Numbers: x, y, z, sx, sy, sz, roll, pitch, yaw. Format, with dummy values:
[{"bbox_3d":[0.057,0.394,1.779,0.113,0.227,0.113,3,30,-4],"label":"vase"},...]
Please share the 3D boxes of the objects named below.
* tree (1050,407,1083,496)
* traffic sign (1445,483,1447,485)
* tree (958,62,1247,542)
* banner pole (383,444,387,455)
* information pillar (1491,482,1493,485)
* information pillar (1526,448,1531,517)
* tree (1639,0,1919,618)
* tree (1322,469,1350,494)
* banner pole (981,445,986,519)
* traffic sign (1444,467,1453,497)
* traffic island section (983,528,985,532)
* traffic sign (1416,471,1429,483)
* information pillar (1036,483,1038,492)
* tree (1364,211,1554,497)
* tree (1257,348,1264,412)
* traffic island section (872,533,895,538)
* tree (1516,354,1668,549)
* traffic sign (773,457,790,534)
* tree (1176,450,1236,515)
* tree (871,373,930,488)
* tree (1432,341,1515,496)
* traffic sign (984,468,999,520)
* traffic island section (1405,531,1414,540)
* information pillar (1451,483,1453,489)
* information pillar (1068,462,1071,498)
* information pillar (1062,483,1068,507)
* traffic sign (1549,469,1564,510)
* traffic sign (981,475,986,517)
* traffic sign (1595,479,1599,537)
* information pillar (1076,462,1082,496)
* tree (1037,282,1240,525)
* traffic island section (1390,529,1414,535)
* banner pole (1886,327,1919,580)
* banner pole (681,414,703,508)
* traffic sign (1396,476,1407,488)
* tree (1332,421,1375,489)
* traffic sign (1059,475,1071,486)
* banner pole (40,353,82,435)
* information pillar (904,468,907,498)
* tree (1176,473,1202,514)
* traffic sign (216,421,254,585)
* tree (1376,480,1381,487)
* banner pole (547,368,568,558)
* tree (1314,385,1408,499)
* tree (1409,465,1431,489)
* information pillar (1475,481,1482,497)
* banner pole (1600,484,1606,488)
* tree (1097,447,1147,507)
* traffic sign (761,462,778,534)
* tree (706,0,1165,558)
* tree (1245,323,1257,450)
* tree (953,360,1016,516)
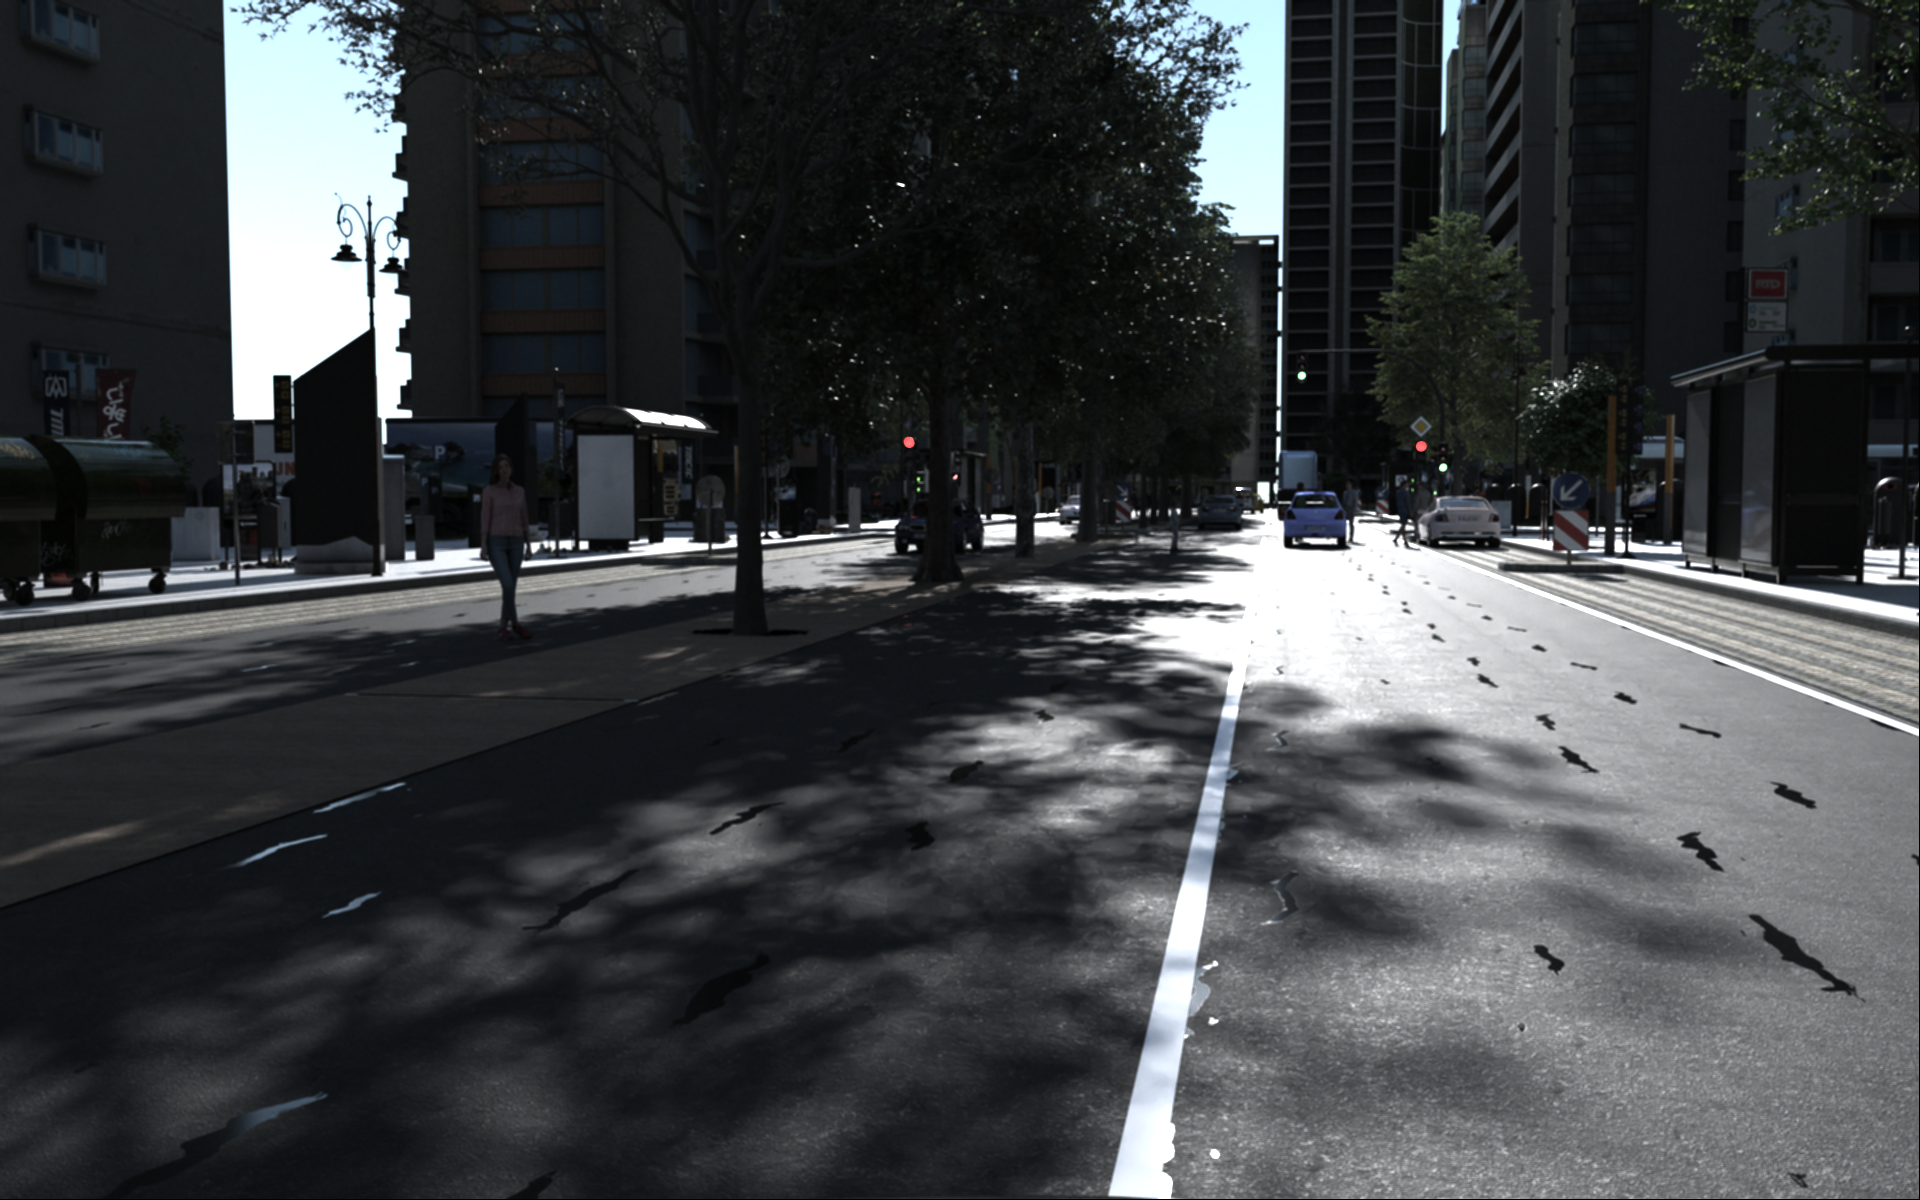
[{"bbox_3d":[8.251,-10.910,128.736,4.360,8.622,3.978,0,3,0],"label":"tree"},{"bbox_3d":[27.428,-6.013,98.421,0.768,2.556,0.104,1,4,11],"label":"traffic sign"},{"bbox_3d":[3.823,-8.725,51.769,9.857,13.997,8.962,0,3,0],"label":"tree"},{"bbox_3d":[-25.163,-5.248,75.821,0.863,3.779,0.401,0,4,1],"label":"banner pole"},{"bbox_3d":[31.331,-5.999,102.568,0.304,2.012,0.304,3,4,37],"label":"information pillar"},{"bbox_3d":[25.082,-5.203,76.431,0.183,3.616,0.504,0,4,1],"label":"information pillar"},{"bbox_3d":[10.709,-5.611,17.489,9.928,11.665,9.643,0,3,0],"label":"tree"},{"bbox_3d":[44.465,-13.553,205.300,4.285,4.588,4.351,0,3,0],"label":"tree"},{"bbox_3d":[1.225,-6.078,89.389,0.401,3.779,0.863,0,4,5],"label":"banner pole"},{"bbox_3d":[23.435,-5.061,82.860,0.768,2.556,0.104,1,4,13],"label":"traffic sign"},{"bbox_3d":[-0.214,-2.624,65.179,2.009,0.180,2.903,1,4,10],"label":"traffic island section"},{"bbox_3d":[25.495,-5.847,95.709,0.768,2.556,0.104,1,4,14],"label":"traffic sign"},{"bbox_3d":[4.908,-6.694,113.945,0.304,2.012,0.304,-3,4,-39],"label":"information pillar"},{"bbox_3d":[19.835,-9.307,70.293,7.486,12.596,7.792,0,3,0],"label":"tree"},{"bbox_3d":[13.024,-11.677,100.023,9.857,13.997,8.962,0,3,0],"label":"tree"},{"bbox_3d":[-1.636,-2.143,57.321,2.009,0.180,2.903,1,4,10],"label":"traffic island section"},{"bbox_3d":[14.874,-3.501,40.949,4.285,4.588,4.351,0,3,0],"label":"tree"},{"bbox_3d":[-5.775,-3.358,55.015,0.768,2.556,0.104,1,4,15],"label":"traffic sign"},{"bbox_3d":[15.656,-12.110,118.587,7.486,12.596,7.792,0,3,0],"label":"tree"},{"bbox_3d":[-2.097,-7.351,70.544,4.737,8.622,4.395,0,3,0],"label":"tree"},{"bbox_3d":[23.248,-7.901,79.551,4.360,8.622,3.978,0,3,0],"label":"tree"},{"bbox_3d":[1.540,-5.229,85.597,0.768,2.556,0.104,1,4,15],"label":"traffic sign"},{"bbox_3d":[15.084,-1.958,54.301,2.009,0.180,2.903,1,4,10],"label":"traffic island section"},{"bbox_3d":[26.421,-5.385,92.537,0.304,2.012,0.304,-3,4,-36],"label":"information pillar"},{"bbox_3d":[7.890,-8.176,125.027,0.183,3.616,0.504,1,4,18],"label":"information pillar"},{"bbox_3d":[7.044,-6.835,116.243,0.304,2.012,0.304,-1,4,-21],"label":"information pillar"},{"bbox_3d":[16.836,-2.959,48.375,0.884,2.594,0.081,1,4,11],"label":"traffic sign"},{"bbox_3d":[1.417,-5.697,95.269,0.606,2.300,0.079,1,4,11],"label":"traffic sign"},{"bbox_3d":[19.194,-3.182,52.133,0.768,2.556,0.104,1,4,18],"label":"traffic sign"},{"bbox_3d":[8.589,-8.144,124.510,0.504,3.616,0.183,3,4,37],"label":"information pillar"},{"bbox_3d":[8.981,-9.233,79.166,9.928,11.665,9.643,0,3,0],"label":"tree"},{"bbox_3d":[16.506,-2.439,62.159,2.009,0.180,2.903,1,4,10],"label":"traffic island section"},{"bbox_3d":[14.427,-2.198,25.961,0.863,3.779,0.401,1,4,11],"label":"banner pole"},{"bbox_3d":[-8.363,-3.940,54.435,0.863,3.779,0.401,-1,4,-18],"label":"banner pole"},{"bbox_3d":[23.884,-5.606,93.782,0.606,2.300,0.079,1,4,14],"label":"traffic sign"},{"bbox_3d":[35.989,-12.688,157.814,4.360,8.622,3.978,0,3,0],"label":"tree"},{"bbox_3d":[7.227,-7.318,119.647,0.884,2.594,0.081,1,4,17],"label":"traffic sign"},{"bbox_3d":[-15.908,-2.499,30.874,0.863,3.779,0.401,0,4,-3],"label":"banner pole"},{"bbox_3d":[-3.261,-6.845,103.272,0.183,3.616,0.504,0,4,7],"label":"information pillar"},{"bbox_3d":[17.246,-10.533,125.036,4.360,8.622,3.978,0,3,0],"label":"tree"},{"bbox_3d":[-10.202,-1.362,24.399,0.606,2.300,0.079,1,4,15],"label":"traffic sign"},{"bbox_3d":[31.885,-8.263,129.698,1.663,3.219,1.824,0,3,0],"label":"tree"},{"bbox_3d":[-7.961,-2.715,34.414,0.401,3.779,0.863,-2,4,-29],"label":"banner pole"},{"bbox_3d":[34.203,-13.040,147.615,8.767,10.594,7.601,1,4,21],"label":"tree"},{"bbox_3d":[26.658,-6.433,99.784,1.663,3.219,1.824,0,3,0],"label":"tree"},{"bbox_3d":[29.710,-5.791,99.168,0.304,2.012,0.304,-2,4,-28],"label":"information pillar"},{"bbox_3d":[30.072,-5.523,80.324,0.401,3.779,0.863,-3,4,-38],"label":"banner pole"},{"bbox_3d":[21.173,-16.232,199.800,7.601,10.594,8.767,3,5,42],"label":"tree"},{"bbox_3d":[-5.912,-3.219,52.736,0.768,2.556,0.104,1,4,17],"label":"traffic sign"},{"bbox_3d":[0.408,-11.062,39.202,12.611,20.169,13.585,0,3,0],"label":"tree"},{"bbox_3d":[10.501,-11.015,89.202,9.857,13.997,8.962,0,3,0],"label":"tree"},{"bbox_3d":[3.288,-10.815,102.581,9.928,11.665,9.643,0,3,0],"label":"tree"}]
